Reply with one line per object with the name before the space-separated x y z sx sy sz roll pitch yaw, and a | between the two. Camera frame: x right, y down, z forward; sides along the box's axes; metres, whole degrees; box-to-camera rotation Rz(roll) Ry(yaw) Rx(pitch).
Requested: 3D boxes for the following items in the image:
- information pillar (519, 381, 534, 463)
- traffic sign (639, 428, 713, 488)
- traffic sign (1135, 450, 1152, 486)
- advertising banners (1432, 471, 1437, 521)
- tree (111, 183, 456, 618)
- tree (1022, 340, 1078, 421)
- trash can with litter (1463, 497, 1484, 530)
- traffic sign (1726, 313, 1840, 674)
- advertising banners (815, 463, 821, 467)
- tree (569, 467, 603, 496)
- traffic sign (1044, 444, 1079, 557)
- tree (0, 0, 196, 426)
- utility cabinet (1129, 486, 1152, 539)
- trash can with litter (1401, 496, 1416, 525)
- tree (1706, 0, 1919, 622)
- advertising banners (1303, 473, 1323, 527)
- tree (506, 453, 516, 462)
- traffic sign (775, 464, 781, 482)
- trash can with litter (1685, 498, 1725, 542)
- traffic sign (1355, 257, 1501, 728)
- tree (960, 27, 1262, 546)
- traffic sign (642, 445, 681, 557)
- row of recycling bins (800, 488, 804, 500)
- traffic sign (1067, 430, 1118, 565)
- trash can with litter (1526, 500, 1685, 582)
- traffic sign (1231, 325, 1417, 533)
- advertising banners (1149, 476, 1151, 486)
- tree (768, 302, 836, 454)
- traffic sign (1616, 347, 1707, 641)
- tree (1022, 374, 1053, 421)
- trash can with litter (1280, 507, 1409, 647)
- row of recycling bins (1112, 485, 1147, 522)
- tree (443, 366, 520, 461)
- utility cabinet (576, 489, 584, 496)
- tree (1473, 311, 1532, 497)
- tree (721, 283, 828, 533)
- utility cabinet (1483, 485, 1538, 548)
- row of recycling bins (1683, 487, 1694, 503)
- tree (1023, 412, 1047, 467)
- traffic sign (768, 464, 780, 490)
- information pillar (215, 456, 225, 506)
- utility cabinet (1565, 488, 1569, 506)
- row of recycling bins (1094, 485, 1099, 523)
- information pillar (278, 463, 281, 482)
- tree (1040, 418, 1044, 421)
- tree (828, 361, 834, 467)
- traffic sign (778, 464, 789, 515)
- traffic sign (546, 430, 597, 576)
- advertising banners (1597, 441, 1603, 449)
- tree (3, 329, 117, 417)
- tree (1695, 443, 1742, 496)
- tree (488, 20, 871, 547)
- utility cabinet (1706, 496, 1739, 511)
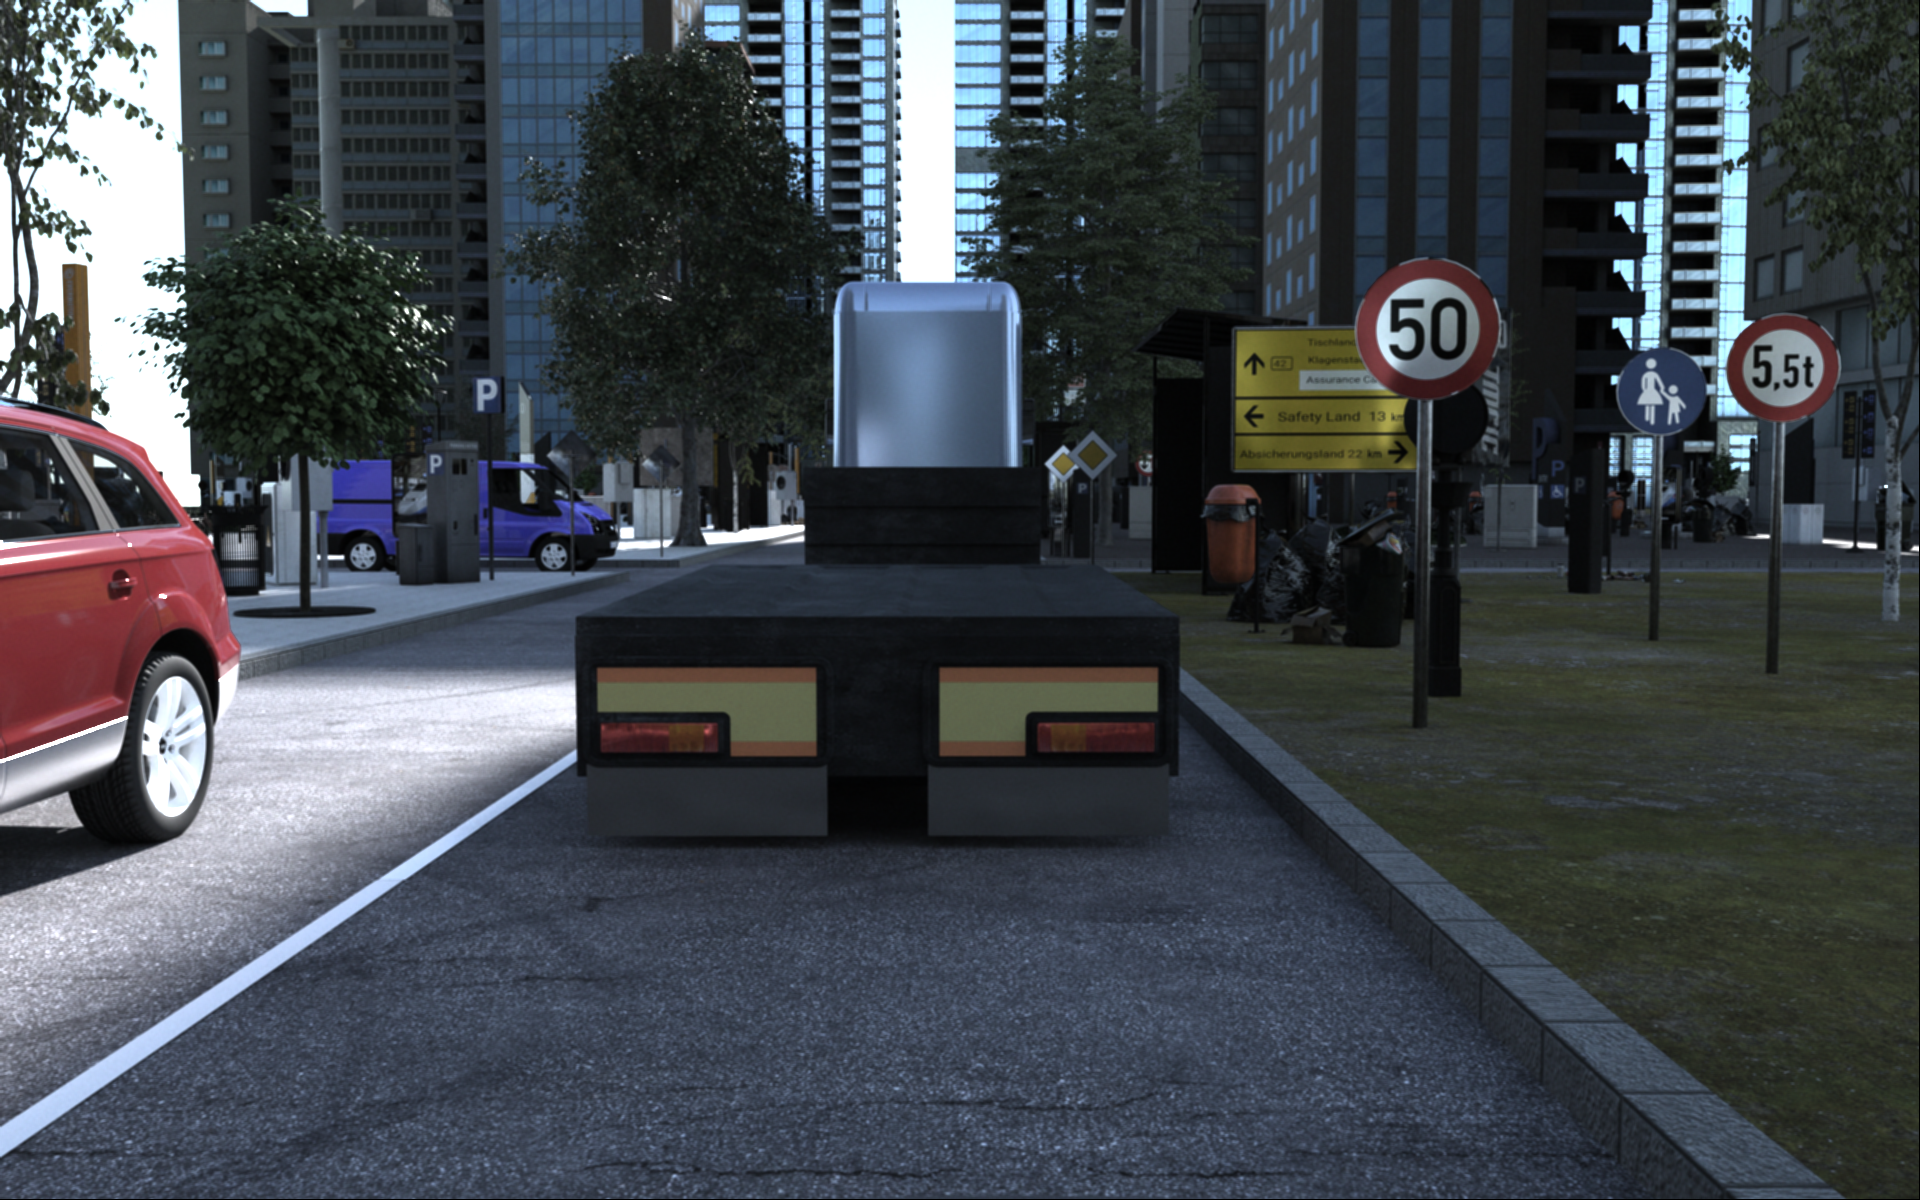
information pillar | -8.989 -2.728 35.959 0.183 3.616 0.504 -3 5 -41
traffic sign | -8.698 -3.623 53.114 2.265 3.308 0.079 0 4 1
traffic sign | 5.442 -3.059 50.121 0.768 2.556 0.104 0 4 3
advertising banners | 17.074 -4.024 61.975 0.090 3.025 2.074 0 4 5
tree | -7.114 -2.125 18.451 4.285 4.588 4.351 0 3 0
tree | 3.173 -12.796 119.586 12.009 13.543 11.850 0 3 0
trash can with litter | 18.695 -3.128 62.538 1.055 1.170 0.624 -3 5 -40
traffic sign | 5.812 -0.747 12.318 0.768 2.556 0.104 0 4 7
advertising banners | -7.335 -6.107 96.043 2.074 3.025 0.090 3 5 44
tree | -19.589 -5.847 90.196 1.663 3.219 1.824 0 3 0
traffic sign | 2.091 -1.922 35.075 0.795 2.450 0.064 0 4 0
tree | -6.995 -3.774 12.061 4.360 8.622 3.978 0 3 0
utility cabinet | 5.351 -2.456 48.837 1.173 1.500 0.318 3 4 36
trash can with litter | 12.949 -2.465 51.361 2.233 1.210 1.678 0 4 7
tree | 9.351 -4.075 16.994 4.737 8.622 4.395 0 3 0
advertising banners | 8.936 -3.010 45.398 0.090 3.025 2.074 -2 4 -27
tree | -20.978 -5.291 81.117 1.663 3.219 1.824 0 3 0
traffic sign | -7.743 -4.567 74.673 0.884 2.594 0.081 0 4 6
trash can with litter | 19.916 -2.131 46.234 1.055 1.170 0.624 -2 4 -35
traffic sign | 2.527 -0.571 9.437 0.768 2.556 0.104 1 4 8
tree | 3.585 -7.658 43.337 7.486 12.596 7.792 0 3 0
traffic sign | -6.053 -1.925 35.116 0.795 2.450 0.064 0 4 0
row of recycling bins | -9.348 -5.605 98.755 1.069 1.692 3.534 0 4 -4
traffic sign | 2.070 -1.434 27.090 0.795 2.450 0.064 0 4 0
trash can with litter | 9.754 -0.909 25.916 1.678 1.210 2.233 -2 4 -28
traffic sign | 4.427 -1.659 20.992 2.265 3.308 0.079 0 4 6
advertising banners | 7.490 -4.524 70.155 0.090 3.025 2.074 1 4 22
tree | -6.477 -11.799 103.291 12.009 13.543 11.850 0 3 0
traffic sign | 6.087 -0.918 15.121 0.768 2.556 0.104 0 4 4
tree | 3.491 -9.464 105.105 4.737 8.622 4.395 0 3 0
trash can with litter | 3.257 -0.202 14.682 1.055 1.170 0.624 2 4 26
row of recycling bins | 8.256 -4.426 79.471 3.534 1.692 1.069 -2 4 -34
tree | -27.779 -9.174 100.353 4.360 8.622 3.978 0 3 0
utility cabinet | -17.653 -4.329 79.465 0.318 1.500 1.173 -3 4 -39
tree | 20.043 -7.114 66.674 4.737 8.622 4.395 0 3 0
tree | -7.064 -6.473 56.204 4.737 8.622 4.395 0 3 0
utility cabinet | 13.040 -1.979 41.042 1.173 1.500 0.318 3 4 36
row of recycling bins | 40.934 -5.638 99.296 1.069 1.692 3.534 0 4 -6
tree | 2.921 -5.055 66.362 4.285 4.588 4.351 0 3 0
traffic sign | -7.971 -4.475 73.279 0.768 2.556 0.104 0 4 7
information pillar | -44.448 -6.893 104.055 0.504 3.616 0.183 -2 4 -29
utility cabinet | 20.402 -3.096 59.304 1.173 1.500 0.318 0 4 -6
row of recycling bins | 4.732 -4.230 76.268 3.534 1.692 1.069 -1 4 -9
information pillar | -14.485 -2.812 37.324 0.504 3.616 0.183 1 4 23
tree | 2.804 -13.968 145.392 9.611 12.733 9.660 0 3 0
tree | -6.488 -7.946 80.284 4.737 8.622 4.395 0 3 0
traffic sign | -7.597 -4.535 74.249 0.768 2.556 0.104 0 4 6
traffic sign | -6.074 -1.437 27.131 0.795 2.450 0.064 0 4 0
advertising banners | 21.053 -3.763 57.713 0.090 3.025 2.074 0 4 4
tree | -36.761 -7.367 70.812 4.737 8.622 4.395 0 3 0
tree | 28.766 -4.347 65.681 1.663 3.219 1.824 0 3 0
tree | -6.694 -7.677 42.527 9.611 12.733 9.660 0 3 0
utility cabinet | 26.417 -2.981 59.903 1.020 1.237 0.306 -1 4 -18
